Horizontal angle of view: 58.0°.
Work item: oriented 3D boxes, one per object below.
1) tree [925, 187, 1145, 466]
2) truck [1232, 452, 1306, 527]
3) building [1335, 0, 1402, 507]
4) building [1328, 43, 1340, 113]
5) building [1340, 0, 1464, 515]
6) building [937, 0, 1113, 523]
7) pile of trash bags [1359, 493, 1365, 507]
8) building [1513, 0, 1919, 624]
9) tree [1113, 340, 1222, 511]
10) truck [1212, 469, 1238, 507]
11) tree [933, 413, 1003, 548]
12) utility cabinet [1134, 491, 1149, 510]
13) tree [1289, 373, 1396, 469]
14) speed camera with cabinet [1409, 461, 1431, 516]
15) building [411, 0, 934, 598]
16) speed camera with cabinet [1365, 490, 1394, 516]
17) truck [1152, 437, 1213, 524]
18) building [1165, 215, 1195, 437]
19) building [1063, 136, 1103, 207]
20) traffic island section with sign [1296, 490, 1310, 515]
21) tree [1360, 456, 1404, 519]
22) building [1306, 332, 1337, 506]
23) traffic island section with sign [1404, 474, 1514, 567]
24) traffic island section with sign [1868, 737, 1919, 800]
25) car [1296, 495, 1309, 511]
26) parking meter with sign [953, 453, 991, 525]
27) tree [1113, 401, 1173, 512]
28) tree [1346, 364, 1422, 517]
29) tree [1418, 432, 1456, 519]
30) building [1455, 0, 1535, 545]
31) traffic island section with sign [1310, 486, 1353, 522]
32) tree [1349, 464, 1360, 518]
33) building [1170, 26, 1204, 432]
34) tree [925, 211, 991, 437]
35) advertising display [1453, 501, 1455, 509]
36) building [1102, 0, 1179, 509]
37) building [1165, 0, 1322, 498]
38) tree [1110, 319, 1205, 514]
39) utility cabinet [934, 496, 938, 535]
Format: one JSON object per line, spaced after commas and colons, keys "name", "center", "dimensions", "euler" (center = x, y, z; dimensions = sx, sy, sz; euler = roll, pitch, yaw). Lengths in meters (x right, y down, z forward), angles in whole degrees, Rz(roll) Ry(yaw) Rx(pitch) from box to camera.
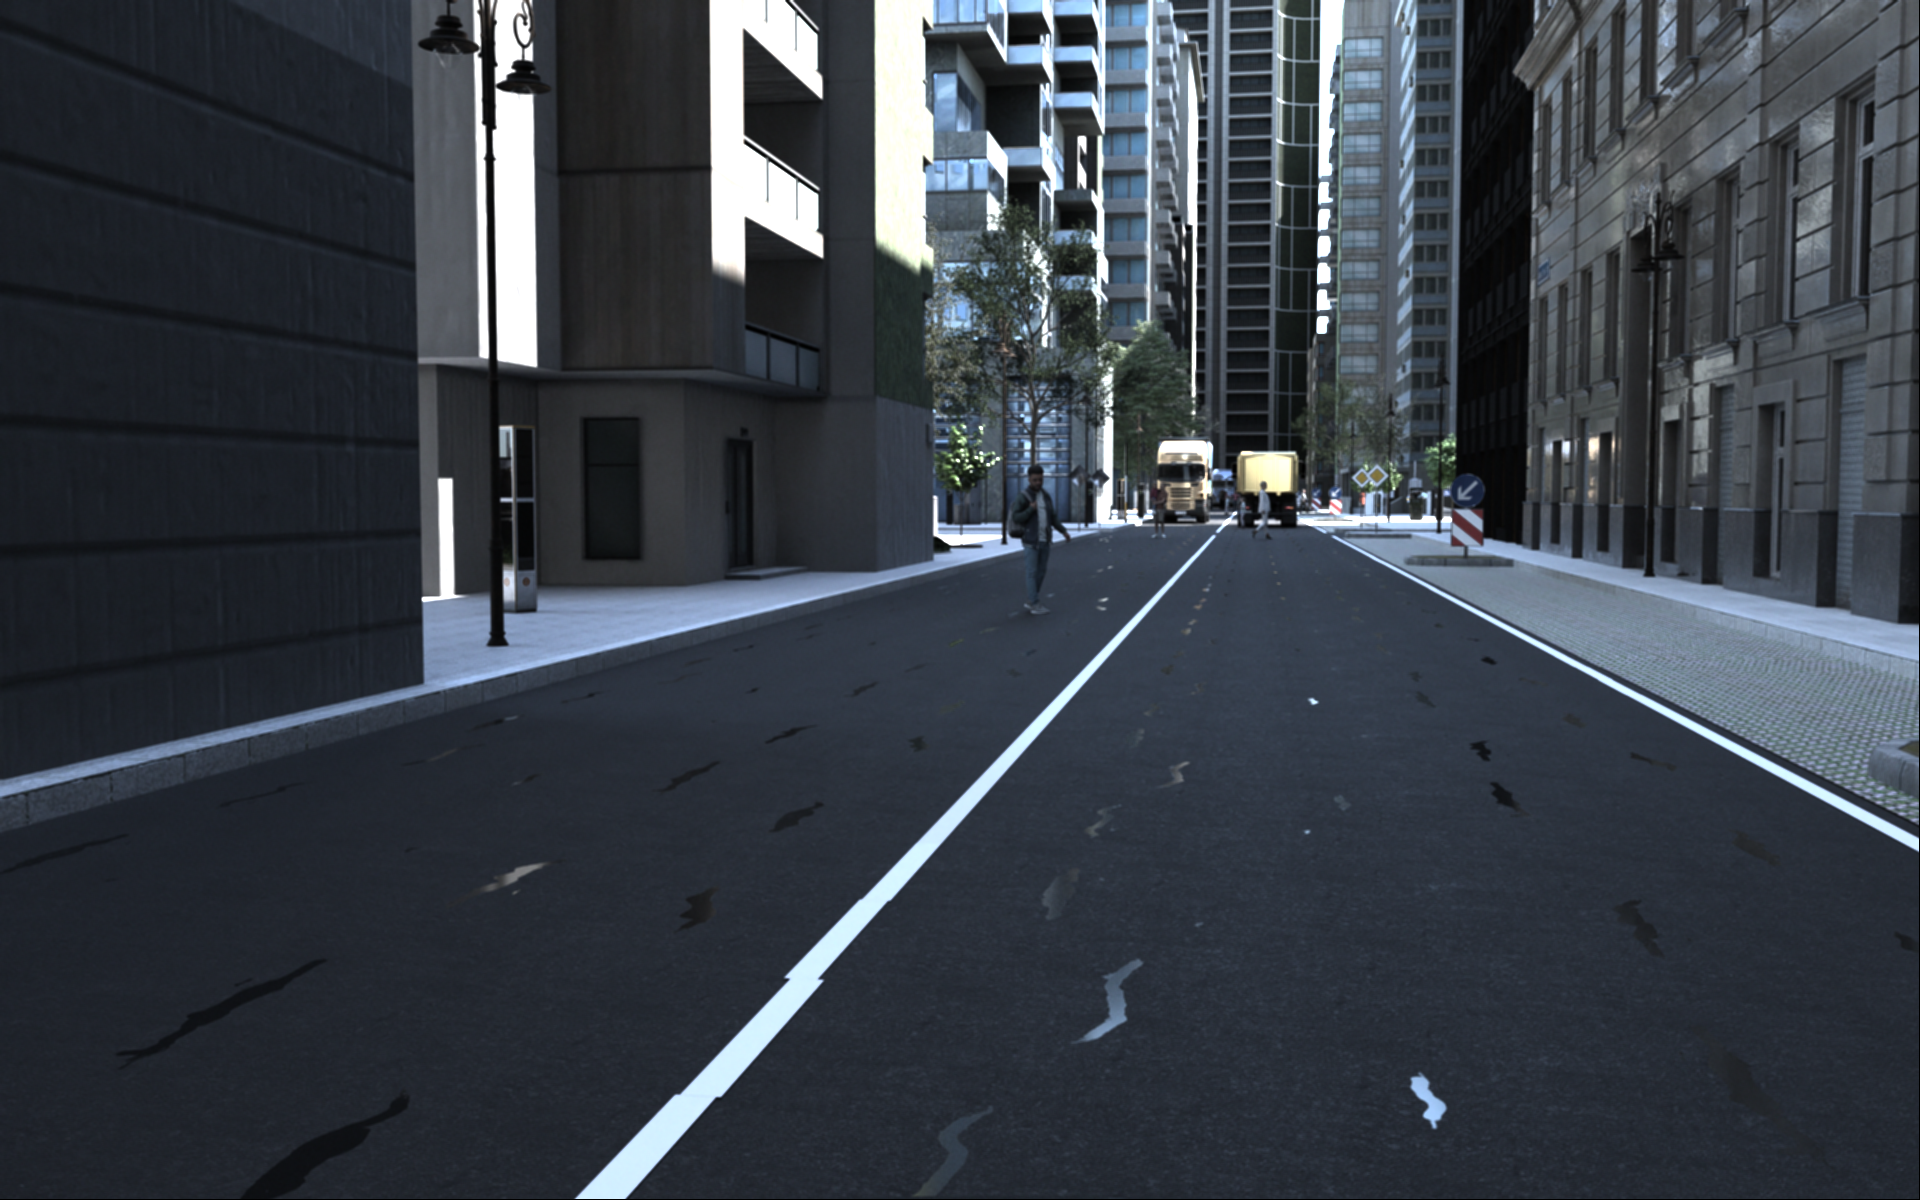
{"name": "tree", "center": [2.066, -7.277, 53.393], "dimensions": [7.601, 10.594, 8.767], "euler": [0, 4, -6]}
{"name": "truck", "center": [13.877, -5.020, 77.996], "dimensions": [3.469, 3.379, 9.791], "euler": [1, 4, 10]}
{"name": "building", "center": [38.815, -28.251, 145.498], "dimensions": [14.154, 41.232, 14.086], "euler": [1, 4, 10]}
{"name": "building", "center": [47.129, -33.523, 167.707], "dimensions": [23.786, 49.044, 30.456], "euler": [1, 4, 10]}
{"name": "building", "center": [41.721, -25.742, 112.767], "dimensions": [32.217, 40.220, 23.993], "euler": [1, 4, 10]}
{"name": "building", "center": [-2.567, -47.585, 90.681], "dimensions": [22.319, 86.520, 31.000], "euler": [1, 4, 10]}
{"name": "pile of trash bags", "center": [30.644, -7.690, 135.486], "dimensions": [3.447, 1.369, 1.912], "euler": [-3, 5, -42]}
{"name": "building", "center": [16.840, -14.067, 27.262], "dimensions": [12.463, 27.353, 25.104], "euler": [1, 4, 10]}
{"name": "tree", "center": [15.082, -13.719, 134.672], "dimensions": [12.009, 13.543, 11.850], "euler": [0, 3, 0]}
{"name": "truck", "center": [29.968, -12.555, 195.033], "dimensions": [2.967, 4.110, 18.799], "euler": [1, 4, 11]}
{"name": "tree", "center": [-0.068, -2.881, 41.701], "dimensions": [1.663, 3.219, 1.824], "euler": [0, 3, 0]}
{"name": "utility cabinet", "center": [14.046, -7.671, 134.092], "dimensions": [1.173, 1.500, 0.318], "euler": [-1, 4, -21]}
{"name": "tree", "center": [29.469, -12.093, 132.131], "dimensions": [8.767, 10.594, 7.601], "euler": [0, 4, 6]}
{"name": "speed camera with cabinet", "center": [27.798, -6.652, 103.102], "dimensions": [2.038, 3.252, 0.660], "euler": [2, 4, 26]}
{"name": "building", "center": [-8.569, -20.980, 26.621], "dimensions": [14.154, 41.232, 14.086], "euler": [1, 4, 10]}
{"name": "speed camera with cabinet", "center": [24.829, -6.611, 102.426], "dimensions": [2.038, 3.252, 0.660], "euler": [-3, 4, -38]}
{"name": "truck", "center": [11.391, -6.038, 87.629], "dimensions": [2.839, 4.237, 11.283], "euler": [1, 4, 10]}
{"name": "building", "center": [16.848, -24.923, 179.195], "dimensions": [14.160, 30.474, 14.107], "euler": [1, 4, 10]}
{"name": "building", "center": [2.484, -21.454, 122.469], "dimensions": [14.160, 30.474, 14.107], "euler": [1, 4, 10]}
{"name": "traffic island section with sign", "center": [23.767, -6.580, 116.208], "dimensions": [1.989, 1.847, 2.006], "euler": [1, 4, 10]}
{"name": "tree", "center": [21.626, -5.723, 88.176], "dimensions": [1.663, 3.219, 1.824], "euler": [0, 3, 0]}
{"name": "building", "center": [54.059, -21.552, 197.421], "dimensions": [27.650, 21.520, 28.899], "euler": [1, 4, 10]}
{"name": "traffic island section with sign", "center": [10.028, -1.610, 34.952], "dimensions": [1.989, 1.847, 2.006], "euler": [1, 4, 10]}
{"name": "traffic island section with sign", "center": [5.487, 0.033, 8.091], "dimensions": [1.989, 1.847, 2.006], "euler": [1, 4, 10]}
{"name": "car", "center": [29.557, -8.525, 151.750], "dimensions": [2.083, 1.381, 4.827], "euler": [0, 4, 8]}
{"name": "parking meter with sign", "center": [0.493, -4.661, 72.461], "dimensions": [1.738, 3.016, 0.543], "euler": [-3, 5, -43]}
{"name": "tree", "center": [12.932, -10.473, 121.598], "dimensions": [4.360, 8.622, 3.978], "euler": [0, 3, 0]}
{"name": "tree", "center": [24.022, -9.071, 98.681], "dimensions": [4.360, 8.622, 3.978], "euler": [0, 3, 0]}
{"name": "tree", "center": [25.762, -6.553, 90.848], "dimensions": [4.285, 4.588, 4.351], "euler": [0, 3, 0]}
{"name": "building", "center": [20.999, -13.318, 47.422], "dimensions": [12.332, 23.373, 15.834], "euler": [1, 4, 10]}
{"name": "traffic island section with sign", "center": [19.234, -4.940, 89.389], "dimensions": [1.989, 1.847, 2.006], "euler": [1, 4, 10]}
{"name": "tree", "center": [22.244, -6.118, 94.636], "dimensions": [1.663, 3.219, 1.824], "euler": [0, 3, 0]}
{"name": "building", "center": [14.282, -37.593, 203.892], "dimensions": [27.495, 52.752, 28.713], "euler": [1, 4, 10]}
{"name": "tree", "center": [-1.234, -5.846, 45.951], "dimensions": [4.360, 8.622, 3.978], "euler": [0, 3, 0]}
{"name": "advertising display", "center": [22.257, -4.352, 76.368], "dimensions": [0.974, 1.923, 0.123], "euler": [2, 4, 33]}
{"name": "building", "center": [8.254, -32.900, 157.521], "dimensions": [23.786, 49.044, 30.456], "euler": [1, 4, 10]}
{"name": "building", "center": [37.386, -48.490, 231.056], "dimensions": [20.611, 71.187, 20.563], "euler": [1, 4, 10]}
{"name": "tree", "center": [11.971, -11.873, 112.244], "dimensions": [7.486, 12.596, 7.792], "euler": [0, 3, 0]}
{"name": "utility cabinet", "center": [-1.161, -2.342, 49.450], "dimensions": [1.020, 1.237, 0.306], "euler": [-1, 4, -21]}
